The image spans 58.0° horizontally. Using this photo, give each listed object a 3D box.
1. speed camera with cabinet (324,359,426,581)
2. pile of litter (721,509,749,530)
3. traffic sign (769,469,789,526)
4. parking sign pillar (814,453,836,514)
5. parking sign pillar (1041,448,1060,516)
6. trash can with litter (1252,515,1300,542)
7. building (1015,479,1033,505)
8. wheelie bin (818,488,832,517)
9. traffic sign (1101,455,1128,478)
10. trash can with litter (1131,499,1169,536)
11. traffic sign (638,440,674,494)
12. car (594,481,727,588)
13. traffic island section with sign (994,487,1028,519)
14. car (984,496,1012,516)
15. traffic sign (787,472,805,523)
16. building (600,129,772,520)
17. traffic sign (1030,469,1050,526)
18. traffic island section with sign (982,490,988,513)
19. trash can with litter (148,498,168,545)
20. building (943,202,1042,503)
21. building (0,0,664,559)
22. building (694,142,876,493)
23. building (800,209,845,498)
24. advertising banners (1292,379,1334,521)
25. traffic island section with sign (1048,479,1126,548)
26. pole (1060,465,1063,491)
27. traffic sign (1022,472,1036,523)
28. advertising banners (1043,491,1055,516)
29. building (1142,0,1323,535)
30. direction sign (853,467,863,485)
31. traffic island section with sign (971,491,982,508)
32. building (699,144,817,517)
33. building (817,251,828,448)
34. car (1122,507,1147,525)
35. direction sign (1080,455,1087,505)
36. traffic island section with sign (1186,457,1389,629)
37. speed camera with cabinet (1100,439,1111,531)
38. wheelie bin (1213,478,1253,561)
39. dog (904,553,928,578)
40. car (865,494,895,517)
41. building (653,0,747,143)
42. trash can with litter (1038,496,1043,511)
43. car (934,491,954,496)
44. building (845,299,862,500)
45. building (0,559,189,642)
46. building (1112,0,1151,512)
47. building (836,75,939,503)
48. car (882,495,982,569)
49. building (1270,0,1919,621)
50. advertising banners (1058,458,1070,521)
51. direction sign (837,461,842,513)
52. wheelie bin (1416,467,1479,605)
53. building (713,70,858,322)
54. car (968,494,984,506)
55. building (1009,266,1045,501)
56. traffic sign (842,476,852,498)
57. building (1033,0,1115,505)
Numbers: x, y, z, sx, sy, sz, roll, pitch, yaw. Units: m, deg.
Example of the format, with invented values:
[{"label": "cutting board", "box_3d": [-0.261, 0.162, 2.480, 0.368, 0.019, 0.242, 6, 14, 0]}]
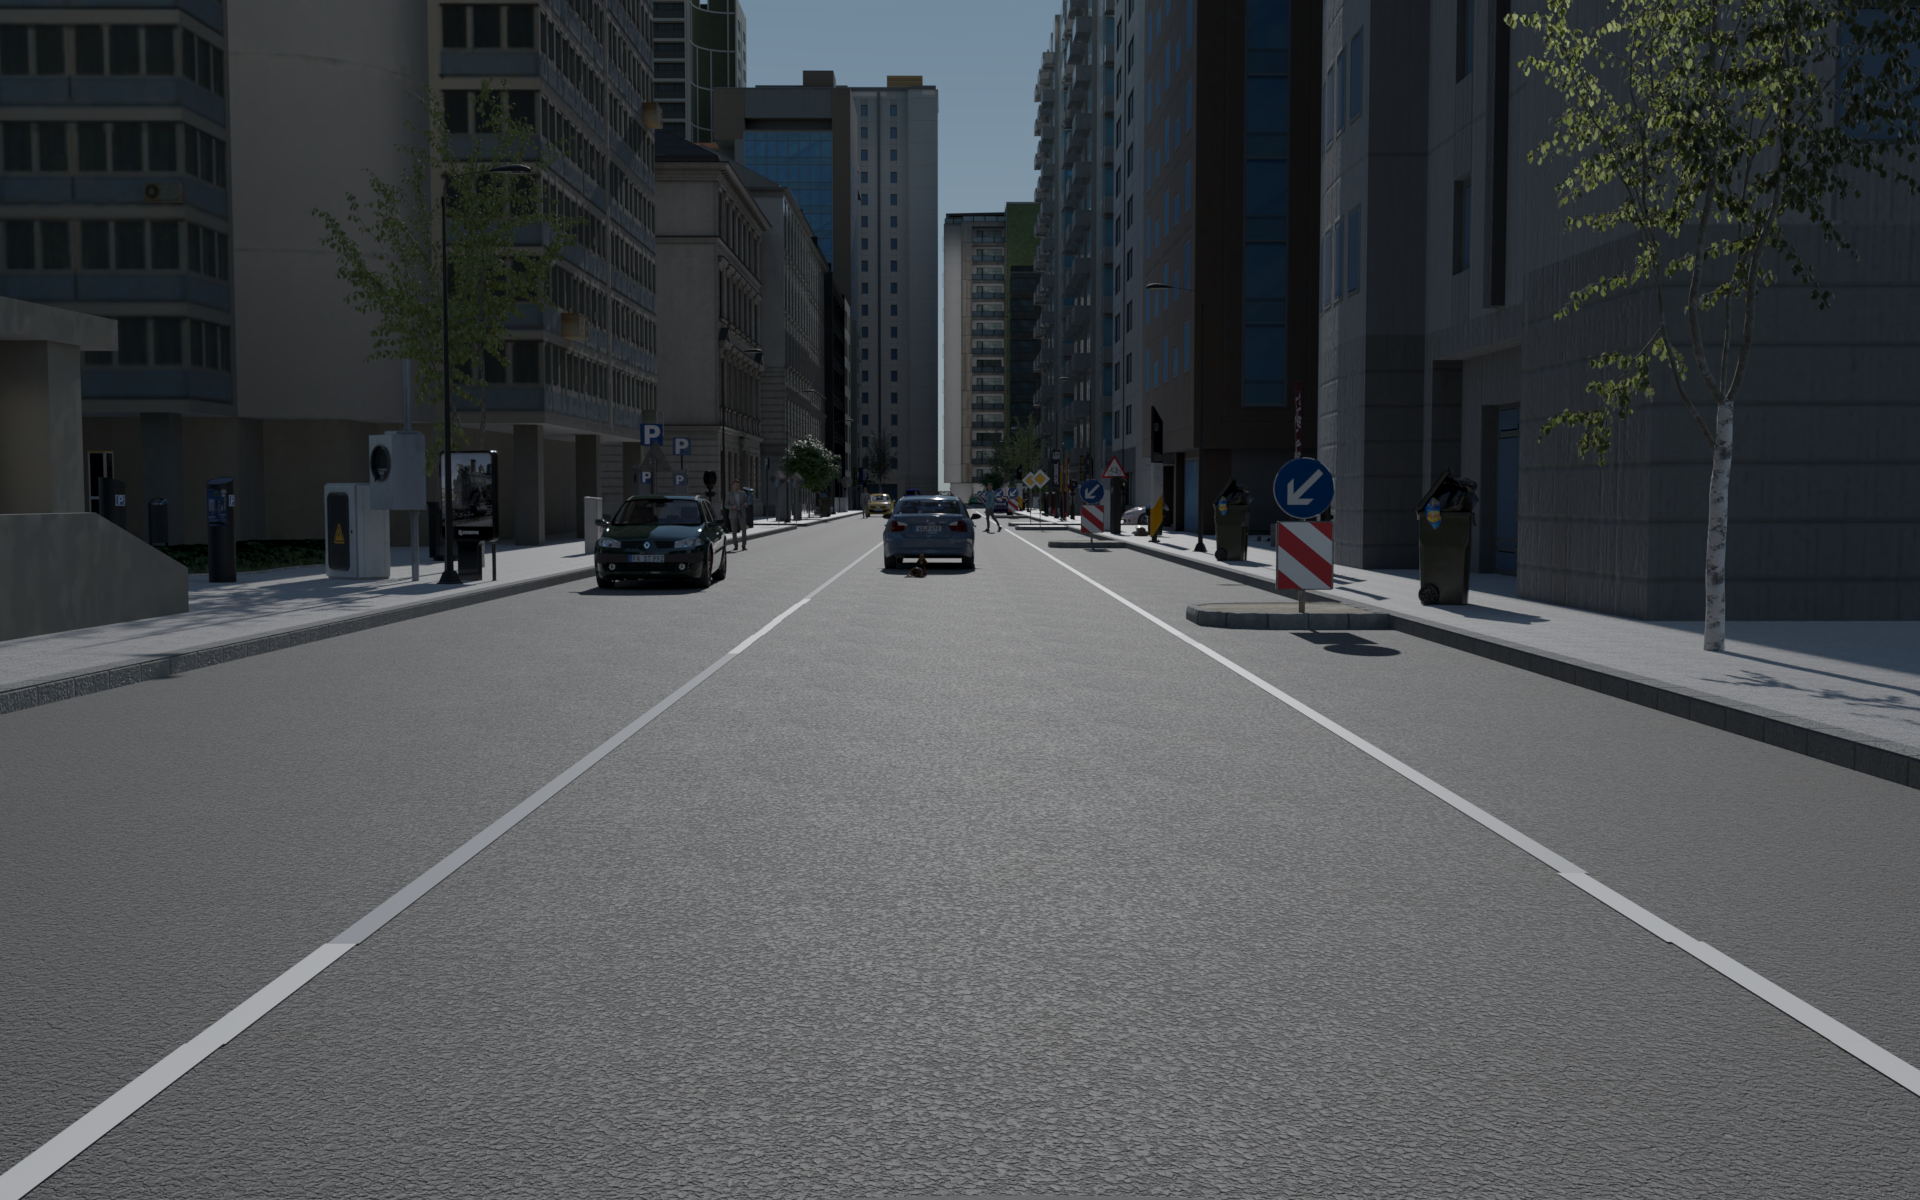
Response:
[{"label": "speed camera with cabinet", "box_3d": [-8.765, -1.929, 25.875, 2.038, 3.252, 0.660, 3, 5, 43]}, {"label": "pile of litter", "box_3d": [-8.191, -2.973, 62.571, 1.176, 0.858, 1.719, 1, 4, 8]}, {"label": "traffic sign", "box_3d": [-7.239, -4.012, 69.231, 0.795, 2.450, 0.064, 0, 4, 0]}, {"label": "parking sign pillar", "box_3d": [-8.724, -7.546, 111.852, 1.447, 3.967, 1.447, 2, 4, 33]}, {"label": "parking sign pillar", "box_3d": [5.537, -6.966, 102.373, 1.447, 3.967, 1.447, -1, 4, -11]}, {"label": "trash can with litter", "box_3d": [8.752, -2.185, 46.774, 2.233, 1.210, 1.678, 1, 4, 18]}, {"label": "building", "box_3d": [22.715, -31.091, 200.226, 32.217, 40.220, 23.993, 0, 4, 0]}, {"label": "wheelie bin", "box_3d": [-7.616, -5.479, 97.496, 0.693, 1.594, 0.980, -1, 4, -17]}, {"label": "traffic sign", "box_3d": [5.116, -3.515, 57.478, 0.884, 2.594, 0.081, 0, 4, 0]}, {"label": "trash can with litter", "box_3d": [5.783, -2.529, 52.739, 1.055, 1.170, 0.624, -2, 4, -31]}, {"label": "traffic sign", "box_3d": [-7.352, -2.559, 41.836, 0.884, 2.594, 0.081, 0, 4, 5]}, {"label": "car", "box_3d": [-4.725, -1.093, 27.653, 2.009, 1.686, 4.222, 0, 4, -2]}, {"label": "traffic island section with sign", "box_3d": [3.001, -5.722, 102.182, 1.989, 1.847, 2.006, 0, 4, 0]}, {"label": "car", "box_3d": [2.621, -6.394, 117.126, 1.945, 1.354, 3.894, 0, 4, -2]}, {"label": "traffic sign", "box_3d": [-7.297, -4.500, 77.216, 0.795, 2.450, 0.064, 0, 4, 0]}, {"label": "building", "box_3d": [-15.757, -13.667, 88.086, 10.561, 19.102, 19.286, 0, 4, 0]}, {"label": "traffic sign", "box_3d": [3.205, -4.015, 69.286, 0.795, 2.450, 0.064, 0, 4, 0]}, {"label": "traffic island section with sign", "box_3d": [2.807, -7.371, 129.137, 1.989, 1.847, 2.006, 0, 4, 0]}, {"label": "trash can with litter", "box_3d": [-15.300, -1.390, 33.788, 1.678, 1.210, 2.233, 1, 4, 9]}, {"label": "building", "box_3d": [4.591, -34.289, 244.227, 14.086, 41.232, 14.154, 0, 4, 0]}, {"label": "building", "box_3d": [-21.717, -21.964, 50.991, 23.993, 40.220, 32.217, 0, 4, 0]}, {"label": "building", "box_3d": [-25.328, -34.259, 214.763, 28.867, 44.769, 22.147, 0, 4, 0]}, {"label": "building", "box_3d": [-16.106, -19.156, 142.882, 12.332, 23.373, 15.834, 0, 4, 0]}, {"label": "advertising banners", "box_3d": [5.554, -1.903, 27.303, 0.090, 3.025, 2.074, 2, 4, 29]}, {"label": "traffic island section with sign", "box_3d": [3.391, -2.329, 46.711, 1.989, 1.847, 2.006, 0, 4, 0]}, {"label": "pole", "box_3d": [7.087, -7.767, 120.828, 0.158, 3.312, 0.155, 0, 3, 0]}, {"label": "traffic sign", "box_3d": [3.147, -4.503, 77.270, 0.795, 2.450, 0.064, 0, 4, 0]}, {"label": "advertising banners", "box_3d": [5.354, -6.351, 100.031, 0.090, 3.025, 2.074, 2, 4, 32]}, {"label": "building", "box_3d": [14.042, -25.025, 59.272, 14.600, 45.320, 14.200, 0, 4, 0]}, {"label": "direction sign", "box_3d": [-8.607, -9.456, 146.607, 0.876, 3.537, 0.379, -1, 4, -13]}, {"label": "traffic island section with sign", "box_3d": [2.446, -10.456, 179.581, 1.989, 1.847, 2.006, 0, 4, 0]}, {"label": "building", "box_3d": [-14.607, -15.762, 106.853, 9.793, 20.994, 18.267, 0, 4, 0]}, {"label": "building", "box_3d": [-15.012, -16.880, 125.147, 9.793, 20.994, 18.267, 0, 4, 0]}, {"label": "car", "box_3d": [9.394, -3.805, 74.575, 4.827, 1.381, 2.083, 0, 4, 0]}, {"label": "direction sign", "box_3d": [7.272, -6.680, 101.219, 0.379, 3.537, 0.876, -2, 4, -32]}, {"label": "traffic island section with sign", "box_3d": [3.590, -0.659, 19.402, 1.989, 1.847, 2.006, 0, 4, 0]}, {"label": "speed camera with cabinet", "box_3d": [5.275, -4.099, 61.356, 0.660, 3.252, 2.038, 0, 4, 6]}, {"label": "wheelie bin", "box_3d": [5.281, -1.563, 33.463, 0.693, 1.594, 0.980, 1, 4, 19]}, {"label": "dog", "box_3d": [-0.788, -0.602, 30.043, 0.748, 0.427, 0.550, -2, 4, -34]}, {"label": "car", "box_3d": [-5.094, -6.064, 109.377, 2.015, 1.641, 3.980, 0, 4, 0]}, {"label": "building", "box_3d": [-41.544, -49.413, 246.147, 20.611, 71.187, 20.563, 0, 4, 0]}, {"label": "trash can with litter", "box_3d": [6.362, -7.217, 129.392, 1.055, 1.170, 0.624, 1, 4, 8]}, {"label": "car", "box_3d": [-1.804, -11.635, 198.912, 2.281, 1.827, 5.304, 0, 4, -2]}, {"label": "building", "box_3d": [-24.044, -19.678, 166.778, 27.650, 21.520, 28.899, 0, 4, 0]}, {"label": "building", "box_3d": [-24.427, -19.489, 10.532, 32.217, 40.220, 23.993, 0, 4, 0]}, {"label": "building", "box_3d": [19.084, -39.770, 88.490, 20.611, 71.187, 20.563, 0, 4, 0]}, {"label": "building", "box_3d": [-17.137, -43.126, 247.105, 28.212, 58.520, 21.231, 0, 4, 0]}, {"label": "car", "box_3d": [-0.579, -1.381, 34.579, 2.014, 1.417, 4.499, 0, 4, 1]}, {"label": "building", "box_3d": [17.318, -29.831, 29.740, 21.231, 58.520, 28.212, 0, 4, 0]}, {"label": "advertising banners", "box_3d": [5.067, -5.341, 83.517, 0.090, 3.025, 2.074, 1, 4, 16]}, {"label": "direction sign", "box_3d": [-8.173, -7.682, 117.597, 0.379, 3.537, 0.876, 1, 4, 12]}, {"label": "wheelie bin", "box_3d": [5.695, -0.755, 20.245, 0.693, 1.594, 0.980, 1, 4, 18]}, {"label": "building", "box_3d": [-18.317, -32.874, 187.602, 14.600, 45.320, 14.200, 0, 4, 0]}, {"label": "car", "box_3d": [1.972, -12.660, 215.787, 1.959, 1.807, 4.718, 0, 4, -2]}, {"label": "building", "box_3d": [13.182, -27.387, 219.471, 14.160, 30.474, 14.107, 0, 4, 0]}, {"label": "traffic sign", "box_3d": [-8.070, -7.550, 123.554, 0.768, 2.556, 0.104, 0, 4, 4]}, {"label": "building", "box_3d": [18.845, -33.832, 172.755, 23.786, 49.044, 30.456, 0, 4, 0]}]
